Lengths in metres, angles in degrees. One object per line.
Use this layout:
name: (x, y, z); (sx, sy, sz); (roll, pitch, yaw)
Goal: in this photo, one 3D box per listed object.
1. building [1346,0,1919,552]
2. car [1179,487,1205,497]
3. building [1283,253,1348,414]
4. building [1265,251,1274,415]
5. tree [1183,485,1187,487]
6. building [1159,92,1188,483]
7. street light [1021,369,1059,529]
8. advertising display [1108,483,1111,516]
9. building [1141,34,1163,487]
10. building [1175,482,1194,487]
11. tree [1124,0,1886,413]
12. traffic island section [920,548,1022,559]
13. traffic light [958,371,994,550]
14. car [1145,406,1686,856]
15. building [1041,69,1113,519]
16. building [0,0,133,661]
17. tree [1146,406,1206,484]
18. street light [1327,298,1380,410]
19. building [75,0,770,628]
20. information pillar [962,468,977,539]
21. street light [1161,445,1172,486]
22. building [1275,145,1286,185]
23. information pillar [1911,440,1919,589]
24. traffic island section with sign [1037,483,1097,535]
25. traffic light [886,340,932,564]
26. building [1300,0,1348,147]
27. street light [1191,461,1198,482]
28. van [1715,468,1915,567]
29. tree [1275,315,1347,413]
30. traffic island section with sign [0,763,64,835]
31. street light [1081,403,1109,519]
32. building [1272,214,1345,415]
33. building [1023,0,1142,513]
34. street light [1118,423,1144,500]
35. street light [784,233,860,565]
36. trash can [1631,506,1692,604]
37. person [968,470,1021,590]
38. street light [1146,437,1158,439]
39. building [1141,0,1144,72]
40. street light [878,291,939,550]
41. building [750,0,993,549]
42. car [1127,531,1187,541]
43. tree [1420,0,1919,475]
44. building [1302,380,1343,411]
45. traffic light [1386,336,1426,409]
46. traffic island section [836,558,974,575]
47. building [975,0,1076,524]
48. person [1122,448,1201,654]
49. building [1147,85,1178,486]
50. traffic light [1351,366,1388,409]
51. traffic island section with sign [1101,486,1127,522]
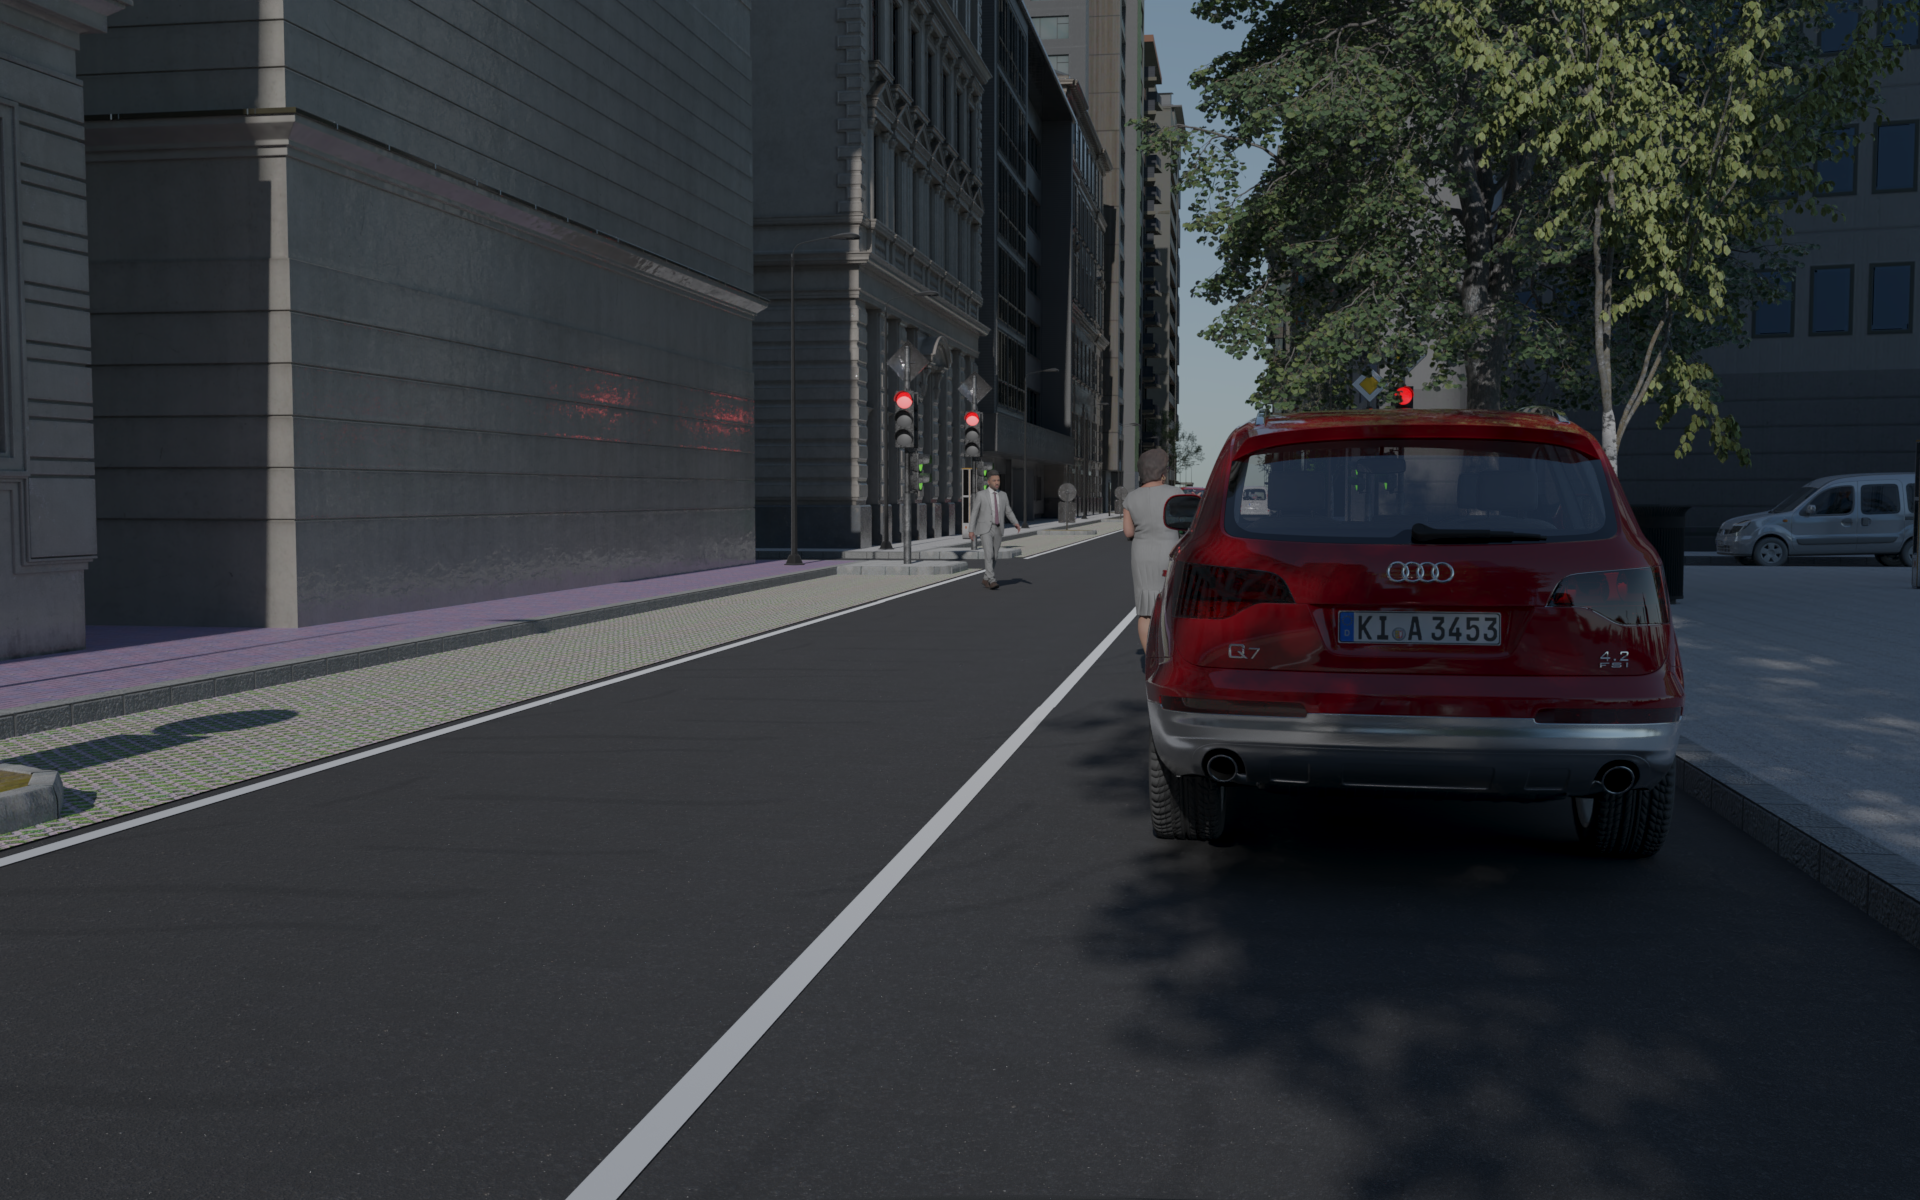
building: (25.315, -30.770, 45.081); (28.212, 58.520, 21.231); (1, 4, 9)
car: (11.779, -4.872, 88.326); (2.281, 1.827, 5.304); (1, 4, 9)
building: (39.939, -17.851, 136.900); (27.650, 21.520, 28.899); (1, 4, 9)
building: (55.705, -36.550, 252.220); (22.147, 44.769, 28.867); (1, 4, 9)
tree: (35.639, -16.975, 272.139); (1.663, 3.219, 1.824); (0, 3, 0)
building: (15.787, -39.418, 233.721); (28.713, 52.752, 27.495); (1, 4, 9)
street light: (2.965, -5.616, 64.364); (1.470, 5.913, 1.316); (1, 4, 9)
advertising display: (8.662, -5.815, 100.289); (0.123, 1.923, 0.974); (0, 4, 8)
building: (7.773, -31.227, 165.189); (22.147, 44.769, 28.867); (1, 4, 9)
building: (18.809, -34.726, 259.647); (32.217, 40.220, 23.993); (1, 4, 9)
tree: (7.091, -7.110, 22.896); (9.857, 13.997, 8.962); (0, 3, 0)
traffic island section: (0.305, -1.067, 39.724); (2.009, 0.180, 2.903); (1, 4, 9)
traffic light: (0.343, -3.099, 39.583); (0.839, 4.253, 0.868); (1, 4, 9)
car: (2.091, 0.009, 8.532); (2.281, 1.827, 5.304); (1, 4, 11)
building: (1.844, -18.638, 102.000); (12.463, 27.353, 25.104); (1, 4, 9)
building: (-13.670, -10.315, 4.809); (11.583, 22.565, 21.152); (1, 4, 9)
tree: (21.782, -15.174, 182.503); (8.767, 10.594, 7.601); (1, 4, 13)
street light: (9.158, -4.144, 40.288); (1.470, 5.913, 1.316); (1, 4, 9)
building: (-26.217, -15.319, 26.875); (44.131, 29.872, 17.030); (1, 4, 9)
information pillar: (0.272, -2.732, 49.156); (0.304, 2.012, 0.304); (-3, 5, -45)
street light: (19.303, -11.731, 164.340); (1.470, 5.913, 1.316); (1, 4, 9)
building: (52.065, -36.910, 227.178); (21.300, 48.544, 21.600); (1, 4, 9)
information pillar: (13.079, -1.156, 23.390); (0.304, 2.012, 0.304); (1, 4, 17)
traffic island section with sign: (3.805, -3.207, 61.063); (1.989, 1.847, 2.006); (1, 4, 9)
traffic light: (-0.948, -2.617, 31.703); (0.839, 4.253, 0.868); (1, 4, 9)
building: (42.461, -45.017, 174.277); (20.563, 71.187, 20.611); (1, 4, 9)
street light: (32.550, -16.685, 245.338); (1.470, 5.913, 1.316); (1, 4, 9)
van: (16.984, -1.637, 33.769); (4.112, 2.044, 2.013); (1, 4, 10)
tree: (14.892, -7.291, 69.570); (4.360, 8.622, 3.978); (0, 3, 0)
traffic island section with sign: (-5.004, 0.084, 7.247); (1.989, 1.847, 2.006); (1, 4, 9)
street light: (6.904, -7.091, 88.481); (1.470, 5.913, 1.316); (1, 4, 9)
building: (35.825, -23.691, 159.046); (14.160, 30.474, 14.107); (1, 4, 9)
building: (5.247, -26.792, 121.641); (14.154, 41.232, 14.086); (1, 4, 9)
street light: (11.337, -8.751, 115.616); (1.470, 5.913, 1.316); (1, 4, 9)
street light: (-2.459, -3.577, 31.021); (1.470, 5.913, 1.316); (1, 4, 9)
trash can: (8.175, -0.531, 20.330); (0.748, 1.137, 0.748); (0, 3, 0)
person: (0.485, -1.059, 26.086); (0.678, 1.792, 0.850); (-2, 4, -24)
street light: (15.322, -10.272, 140.480); (1.470, 5.913, 1.316); (1, 4, 9)
building: (3.512, -31.584, 140.102); (21.300, 48.544, 21.600); (1, 4, 9)
street light: (-1.173, -4.115, 39.823); (1.470, 5.913, 1.316); (1, 4, 9)
building: (-5.560, -13.508, 49.739); (11.050, 23.489, 19.941); (1, 4, 9)
car: (6.270, -2.617, 54.582); (2.131, 1.459, 4.920); (1, 4, 9)
tree: (6.123, -3.986, 15.526); (4.737, 8.622, 4.395); (0, 3, 0)
building: (29.964, -47.508, 89.423); (22.319, 86.520, 31.000); (1, 4, 9)
traffic light: (7.701, -2.531, 30.307); (0.839, 4.253, 0.868); (1, 4, 9)
traffic island section: (-0.986, -0.585, 31.844); (2.009, 0.180, 2.903); (1, 4, 9)
building: (-3.479, -15.657, 75.055); (14.314, 24.678, 30.058); (1, 4, 9)
person: (1.626, -0.274, 13.342); (0.716, 1.782, 0.532); (1, 4, 21)
building: (14.985, -35.784, 208.769); (21.300, 48.544, 21.600); (1, 4, 9)
traffic light: (8.992, -3.013, 38.188); (0.839, 4.253, 0.868); (1, 4, 9)
traffic island section with sign: (8.228, -4.856, 88.028); (1.989, 1.847, 2.006); (1, 4, 9)
